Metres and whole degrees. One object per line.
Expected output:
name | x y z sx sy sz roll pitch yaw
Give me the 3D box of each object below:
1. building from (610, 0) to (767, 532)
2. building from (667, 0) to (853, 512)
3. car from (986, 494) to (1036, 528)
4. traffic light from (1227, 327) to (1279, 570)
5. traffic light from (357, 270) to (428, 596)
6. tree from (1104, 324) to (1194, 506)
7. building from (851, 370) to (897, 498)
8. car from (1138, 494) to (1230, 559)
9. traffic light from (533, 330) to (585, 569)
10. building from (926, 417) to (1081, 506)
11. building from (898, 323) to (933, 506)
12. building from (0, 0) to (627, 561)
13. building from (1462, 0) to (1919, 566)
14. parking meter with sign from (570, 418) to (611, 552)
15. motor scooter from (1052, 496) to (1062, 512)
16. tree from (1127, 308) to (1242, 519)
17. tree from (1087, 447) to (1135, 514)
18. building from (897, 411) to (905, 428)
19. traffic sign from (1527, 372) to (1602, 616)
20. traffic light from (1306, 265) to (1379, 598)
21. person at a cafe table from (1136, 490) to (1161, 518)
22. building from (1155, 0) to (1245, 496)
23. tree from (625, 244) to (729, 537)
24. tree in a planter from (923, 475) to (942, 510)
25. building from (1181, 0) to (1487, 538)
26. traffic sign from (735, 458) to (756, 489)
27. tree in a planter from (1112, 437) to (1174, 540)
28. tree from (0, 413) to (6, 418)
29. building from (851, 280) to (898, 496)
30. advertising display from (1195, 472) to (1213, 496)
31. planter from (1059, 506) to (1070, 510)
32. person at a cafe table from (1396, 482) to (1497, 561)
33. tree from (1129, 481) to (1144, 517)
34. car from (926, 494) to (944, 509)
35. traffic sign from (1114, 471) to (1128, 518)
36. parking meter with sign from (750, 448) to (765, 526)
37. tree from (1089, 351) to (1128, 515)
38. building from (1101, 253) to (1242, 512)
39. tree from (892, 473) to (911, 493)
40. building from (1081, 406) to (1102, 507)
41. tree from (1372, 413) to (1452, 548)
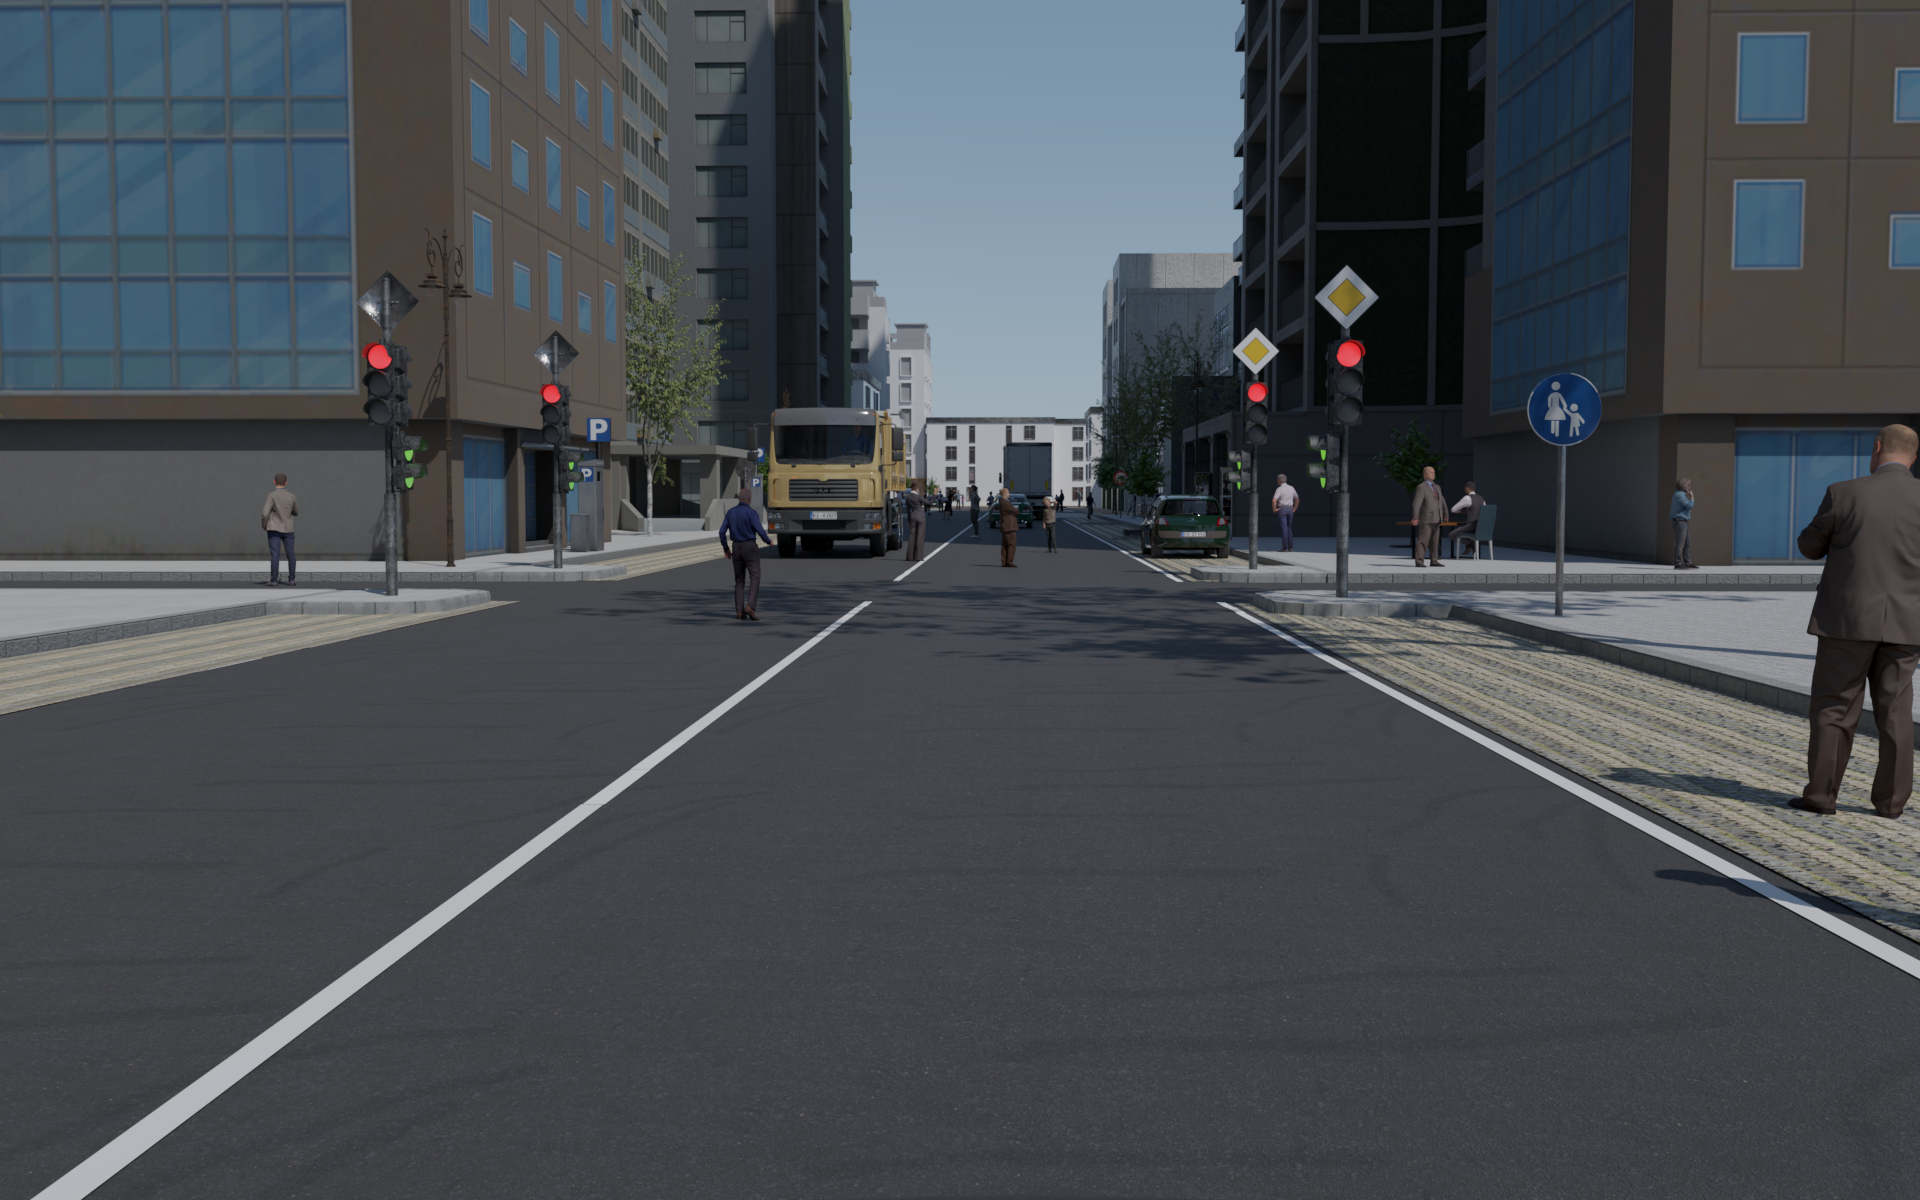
building | -24.518 -22.882 65.998 32.217 40.220 23.993 0 4 2
building | -13.413 -25.017 92.625 14.154 41.232 14.086 0 4 2
car | 2.182 -3.797 73.877 2.131 1.459 4.920 0 4 1
traffic light | 4.971 -2.474 29.375 0.839 4.253 0.868 0 4 2
traffic light | -7.153 -2.008 21.745 0.839 4.253 0.868 0 4 2
tree | 8.390 -7.642 75.307 4.737 8.622 4.395 0 3 0
building | -10.501 -11.583 131.536 9.099 9.664 28.070 0 4 2
car | 5.115 -1.825 39.621 2.009 1.686 4.222 0 4 1
traffic light | -6.905 -2.496 29.726 0.839 4.253 0.868 0 4 2
building | 10.428 -15.351 193.139 28.070 9.664 9.099 0 4 2
building | -9.132 -20.919 198.441 11.380 20.091 16.016 0 4 2
building | -16.086 -23.756 38.523 14.600 45.320 14.200 0 4 2
building | 19.615 -23.587 35.765 14.200 45.320 14.600 0 4 2
parking meter with sign | -8.305 -2.603 38.820 0.543 3.016 1.738 0 4 4
motor scooter | 7.605 -7.538 136.021 0.815 1.314 1.986 0 4 4
tree | 9.748 -7.308 69.844 4.360 8.622 3.978 0 3 0
tree | 10.018 -7.987 114.301 4.285 4.588 4.351 0 3 0
building | -19.917 -14.330 176.442 28.070 9.664 9.099 0 4 2
traffic sign | 6.329 -1.108 18.230 0.768 2.556 0.104 0 4 2
traffic light | 4.723 -1.986 21.393 0.839 4.253 0.868 0 4 2
person at a cafe table | 10.418 -5.126 92.325 1.698 1.524 1.622 -1 4 -9
building | 22.521 -47.342 86.720 22.319 86.520 31.000 0 4 2
tree | -9.110 -6.217 52.017 4.737 8.622 4.395 0 3 0
tree in a planter | -2.587 -9.947 159.860 1.991 3.239 1.994 0 4 2
building | 18.376 -37.633 53.558 20.563 71.187 20.611 0 4 2
traffic sign | -7.628 -3.762 61.620 0.768 2.556 0.104 1 4 10
tree in a planter | 5.784 -3.488 54.249 1.991 3.239 1.994 0 4 2
tree | -9.424 -1.239 14.853 1.663 3.219 1.824 0 3 0
building | -14.037 -18.019 151.024 16.016 20.091 11.380 0 4 2
advertising display | 7.248 -2.835 51.571 0.123 1.923 0.974 -1 4 -18
planter | 8.996 -8.386 158.244 1.991 0.319 1.994 0 4 2
person at a cafe table | 9.756 -1.553 33.907 1.698 1.524 1.622 -2 4 -28
tree | 10.199 -6.349 98.407 1.663 3.219 1.824 0 3 0
car | -2.513 -9.669 167.871 2.009 1.686 4.222 0 4 2
traffic sign | 8.697 -5.723 93.685 0.768 2.556 0.104 0 4 8
parking meter with sign | -7.582 -4.165 64.365 0.543 3.016 1.738 0 4 -2
tree | 8.847 -8.416 87.966 4.360 8.622 3.978 0 3 0
building | 20.309 -16.461 135.595 16.747 18.905 31.486 0 4 2
tree | -4.868 -10.190 161.199 1.663 3.219 1.824 0 3 0
building | 17.005 -13.674 165.716 9.099 9.664 28.070 0 4 2
tree | 10.936 -2.862 41.388 1.663 3.219 1.824 0 3 0
